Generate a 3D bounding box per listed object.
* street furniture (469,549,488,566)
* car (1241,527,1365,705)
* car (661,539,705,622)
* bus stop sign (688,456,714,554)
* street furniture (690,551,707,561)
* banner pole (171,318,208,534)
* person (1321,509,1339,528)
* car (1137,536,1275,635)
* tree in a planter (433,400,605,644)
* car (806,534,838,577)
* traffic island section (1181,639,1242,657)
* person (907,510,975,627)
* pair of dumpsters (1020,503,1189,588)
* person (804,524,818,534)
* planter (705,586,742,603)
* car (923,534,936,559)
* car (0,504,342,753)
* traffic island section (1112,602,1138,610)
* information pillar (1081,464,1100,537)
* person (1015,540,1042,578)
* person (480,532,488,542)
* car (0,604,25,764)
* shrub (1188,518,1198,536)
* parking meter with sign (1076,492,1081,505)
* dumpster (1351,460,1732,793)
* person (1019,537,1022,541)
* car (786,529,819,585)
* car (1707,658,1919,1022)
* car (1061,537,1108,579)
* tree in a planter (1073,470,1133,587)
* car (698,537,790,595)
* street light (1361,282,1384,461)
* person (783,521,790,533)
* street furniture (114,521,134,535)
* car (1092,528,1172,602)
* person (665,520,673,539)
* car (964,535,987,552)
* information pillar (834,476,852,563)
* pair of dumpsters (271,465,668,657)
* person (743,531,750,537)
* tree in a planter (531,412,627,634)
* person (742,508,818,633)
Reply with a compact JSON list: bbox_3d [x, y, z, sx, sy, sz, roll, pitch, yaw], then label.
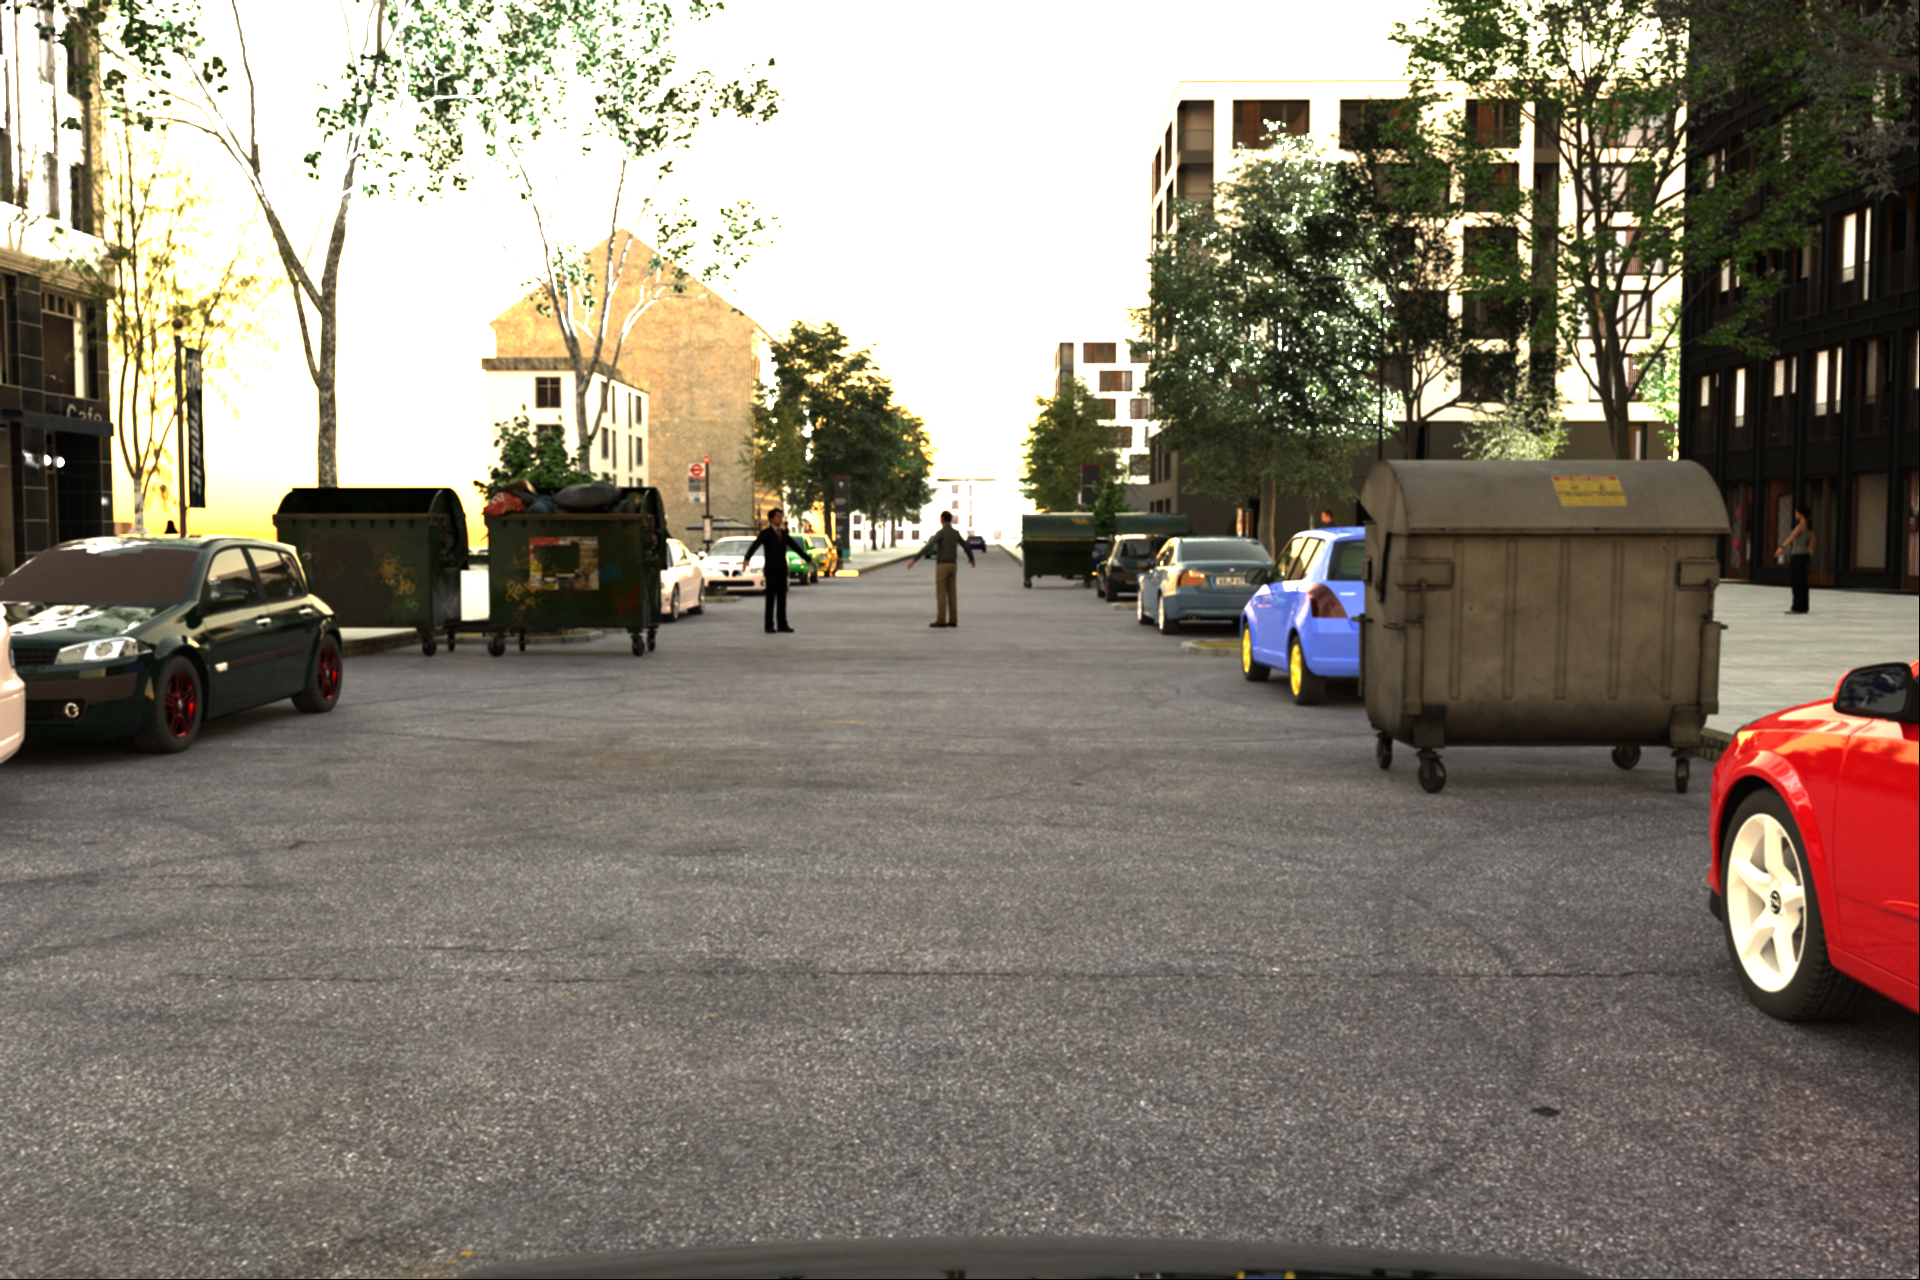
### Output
[{"bbox_3d":[-21.941,-3.359,70.539,10.072,0.657,5.734,-3,5,-39],"label":"street furniture"},{"bbox_3d":[3.626,-0.379,15.793,1.945,1.707,3.694,0,4,-1],"label":"car"},{"bbox_3d":[-5.525,-1.057,29.644,2.083,1.381,4.827,0,4,0],"label":"car"},{"bbox_3d":[-8.877,-4.326,59.427,0.855,3.939,0.416,0,4,2],"label":"bus stop sign"},{"bbox_3d":[-11.132,-3.895,79.307,5.734,0.657,10.072,1,4,12],"label":"street furniture"},{"bbox_3d":[-9.064,-1.859,20.409,0.401,3.779,0.863,0,4,0],"label":"banner pole"},{"bbox_3d":[6.322,-1.389,29.666,0.541,1.710,0.530,-2,4,-31],"label":"person"},{"bbox_3d":[3.718,-0.854,25.973,2.014,1.417,4.499,0,4,-1],"label":"car"},{"bbox_3d":[-5.915,-1.601,23.391,1.991,3.239,1.994,0,4,1],"label":"tree in a planter"},{"bbox_3d":[-5.126,-2.966,58.723,2.015,1.641,3.980,0,4,1],"label":"car"},{"bbox_3d":[3.736,0.103,21.180,1.991,0.108,1.994,0,4,1],"label":"traffic island section"},{"bbox_3d":[-0.231,-1.099,26.700,1.348,1.796,0.705,-3,5,-42],"label":"person"},{"bbox_3d":[3.818,-2.519,46.142,4.436,2.255,1.574,0,4,0],"label":"pair of dumpsters"},{"bbox_3d":[-8.199,-5.447,94.992,1.347,1.837,0.705,1,4,11],"label":"person"},{"bbox_3d":[-5.716,-0.968,36.964,1.991,0.319,1.994,0,4,2],"label":"planter"},{"bbox_3d":[-1.112,-5.504,101.795,2.131,1.459,4.920,0,4,1],"label":"car"},{"bbox_3d":[-5.930,-0.169,12.552,2.009,1.686,4.222,0,4,1],"label":"car"},{"bbox_3d":[3.942,-0.643,33.387,1.991,0.108,1.994,0,4,2],"label":"traffic island section"},{"bbox_3d":[4.789,-4.555,63.848,0.750,3.857,0.750,0,4,-1],"label":"information pillar"},{"bbox_3d":[2.486,-2.962,57.022,1.348,1.813,0.705,0,4,7],"label":"person"},{"bbox_3d":[-21.965,-4.585,81.144,1.347,1.806,0.705,2,4,35],"label":"person"},{"bbox_3d":[-5.900,0.312,7.261,2.083,1.381,4.827,0,4,1],"label":"car"},{"bbox_3d":[8.120,-3.652,63.758,1.661,2.075,1.752,0,3,0],"label":"shrub"},{"bbox_3d":[5.067,-4.548,70.622,0.543,3.016,1.738,0,4,0],"label":"parking meter with sign"},{"bbox_3d":[3.304,-0.112,10.044,1.865,1.857,1.264,0,4,0],"label":"dumpster"},{"bbox_3d":[3.518,-5.401,95.109,0.721,1.733,1.217,-1,4,-18],"label":"person"},{"bbox_3d":[-5.077,-2.504,49.739,1.959,1.807,4.718,0,4,0],"label":"car"},{"bbox_3d":[3.243,0.319,3.817,2.155,1.783,4.494,0,4,1],"label":"car"},{"bbox_3d":[4.194,-2.657,56.019,1.945,1.354,3.894,0,4,0],"label":"car"},{"bbox_3d":[4.135,-3.102,47.942,1.991,3.239,1.994,0,4,1],"label":"tree in a planter"},{"bbox_3d":[-5.219,-1.811,41.976,2.083,1.381,4.827,0,4,1],"label":"car"},{"bbox_3d":[8.123,-3.589,31.217,1.470,5.913,1.316,0,4,0],"label":"street light"},{"bbox_3d":[-7.354,-4.079,72.830,0.704,1.812,1.346,1,4,12],"label":"person"},{"bbox_3d":[-30.696,-3.241,59.837,11.010,1.723,9.812,-1,4,-15],"label":"street furniture"},{"bbox_3d":[3.943,-1.725,37.986,2.009,1.686,4.222,0,4,1],"label":"car"},{"bbox_3d":[-10.359,-3.333,60.712,0.704,1.802,1.346,1,4,19],"label":"person"},{"bbox_3d":[1.179,-7.569,136.330,1.945,1.354,3.894,0,4,-1],"label":"car"},{"bbox_3d":[-5.229,-5.359,76.996,0.750,3.857,0.750,0,4,2],"label":"information pillar"},{"bbox_3d":[-5.798,-0.961,20.663,4.436,2.255,1.574,0,4,1],"label":"pair of dumpsters"},{"bbox_3d":[-11.520,-5.147,93.426,0.991,1.433,0.599,0,4,-3],"label":"person"},{"bbox_3d":[-5.910,-1.727,25.465,1.991,3.239,1.994,0,4,1],"label":"tree in a planter"},{"bbox_3d":[-2.659,-1.013,25.203,1.347,1.806,0.705,-3,5,-44],"label":"person"}]
